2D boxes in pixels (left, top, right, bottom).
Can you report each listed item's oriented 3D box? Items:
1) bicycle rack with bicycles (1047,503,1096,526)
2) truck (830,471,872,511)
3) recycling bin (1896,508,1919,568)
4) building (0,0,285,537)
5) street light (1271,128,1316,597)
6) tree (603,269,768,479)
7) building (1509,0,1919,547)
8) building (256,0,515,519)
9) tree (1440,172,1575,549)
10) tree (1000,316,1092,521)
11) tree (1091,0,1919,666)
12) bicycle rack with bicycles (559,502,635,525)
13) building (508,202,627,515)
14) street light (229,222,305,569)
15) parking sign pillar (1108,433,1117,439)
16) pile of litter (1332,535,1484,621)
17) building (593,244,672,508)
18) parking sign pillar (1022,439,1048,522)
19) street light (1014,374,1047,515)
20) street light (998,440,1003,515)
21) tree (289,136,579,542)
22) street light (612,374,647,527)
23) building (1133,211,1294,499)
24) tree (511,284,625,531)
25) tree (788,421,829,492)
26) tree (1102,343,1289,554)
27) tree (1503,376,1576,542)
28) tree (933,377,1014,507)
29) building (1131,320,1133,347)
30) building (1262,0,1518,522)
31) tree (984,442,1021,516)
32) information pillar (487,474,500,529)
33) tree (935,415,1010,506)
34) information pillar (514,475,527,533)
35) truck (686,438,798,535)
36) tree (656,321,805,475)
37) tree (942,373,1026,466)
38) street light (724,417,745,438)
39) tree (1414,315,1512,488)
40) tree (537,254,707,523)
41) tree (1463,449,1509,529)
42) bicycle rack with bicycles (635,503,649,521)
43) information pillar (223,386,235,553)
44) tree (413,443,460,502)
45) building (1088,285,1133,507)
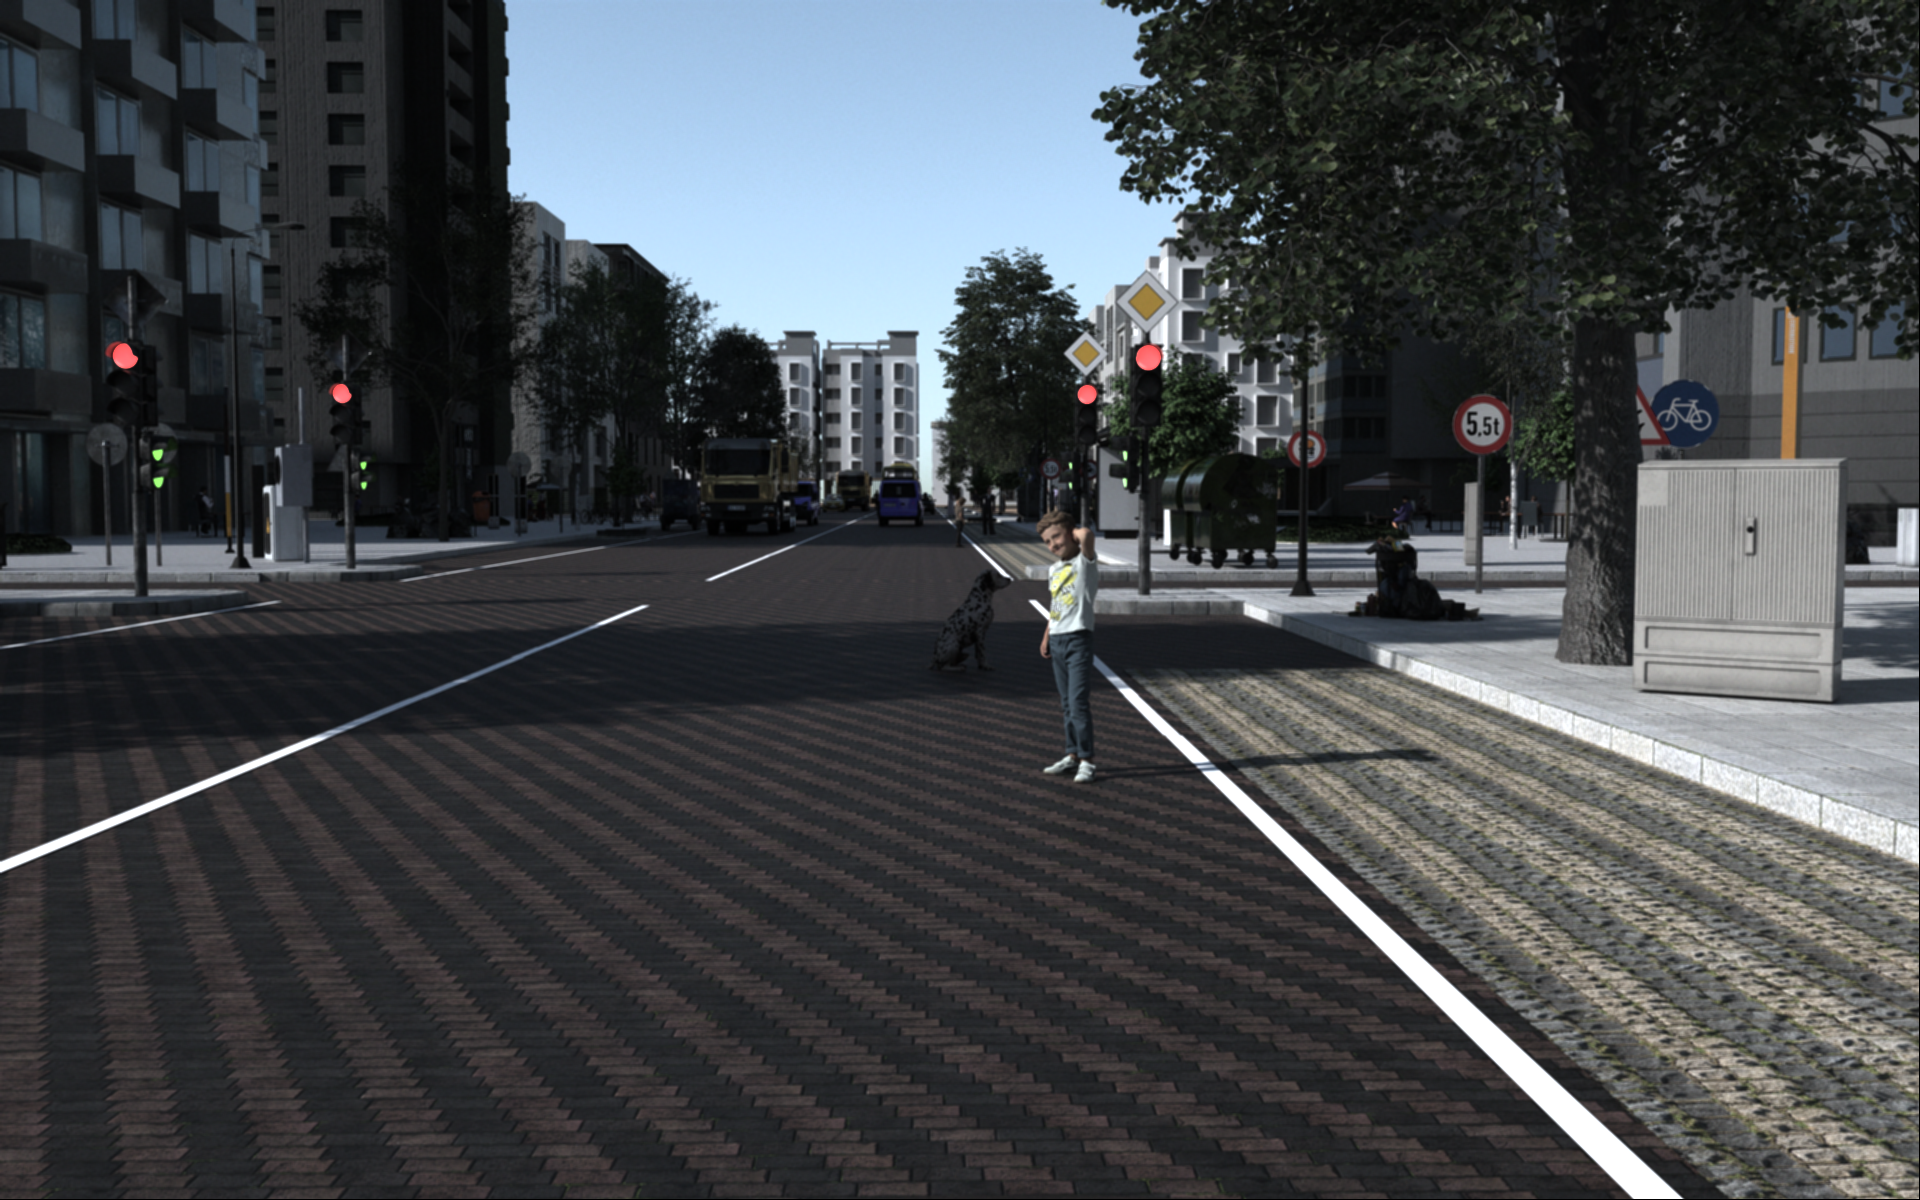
[{"bbox_3d":[4.737,-3.470,70.112,2.852,0.926,2.925,0,4,5],"label":"bicycle rack with bicycles"},{"bbox_3d":[-9.055,-9.242,147.027,3.469,3.379,9.791,0,4,-1],"label":"truck"},{"bbox_3d":[17.023,-1.098,30.511,0.722,1.027,0.722,0,4,7],"label":"recycling bin"},{"bbox_3d":[-36.426,-26.540,53.531,23.786,49.044,30.456,0,4,-1],"label":"building"},{"bbox_3d":[3.773,-3.003,21.645,1.470,5.913,1.316,0,4,-1],"label":"street light"},{"bbox_3d":[-15.337,-11.306,95.231,12.009,13.543,11.850,0,3,0],"label":"tree"},{"bbox_3d":[33.354,-31.080,50.165,28.212,58.520,21.231,0,4,-1],"label":"building"},{"bbox_3d":[-32.702,-19.638,92.789,14.160,30.474,14.107,0,4,-1],"label":"building"},{"bbox_3d":[12.997,-5.467,39.740,4.360,8.622,3.978,0,3,0],"label":"tree"},{"bbox_3d":[3.522,-7.464,72.391,4.737,8.622,4.395,0,3,0],"label":"tree"},{"bbox_3d":[4.811,-6.493,12.819,9.857,13.997,8.962,0,3,0],"label":"tree"},{"bbox_3d":[-15.445,-3.589,72.066,2.852,0.926,2.925,-2,4,-28],"label":"bicycle rack with bicycles"},{"bbox_3d":[-34.278,-15.541,120.554,16.747,18.905,31.486,0,4,-1],"label":"building"},{"bbox_3d":[-11.891,-3.499,29.756,1.470,5.913,1.316,0,4,-1],"label":"street light"},{"bbox_3d":[5.539,-4.350,59.595,1.447,3.967,1.447,-1,4,-15],"label":"parking sign pillar"},{"bbox_3d":[4.693,-0.256,18.157,1.176,0.858,1.719,-1,4,-23],"label":"pile of litter"},{"bbox_3d":[-43.698,-19.038,155.239,32.646,21.610,27.936,0,4,-1],"label":"building"},{"bbox_3d":[3.652,-5.669,81.156,1.447,3.967,1.447,-1,4,-22],"label":"parking sign pillar"},{"bbox_3d":[2.767,-5.774,66.950,1.470,5.913,1.316,0,4,-1],"label":"street light"},{"bbox_3d":[1.916,-8.086,104.747,1.470,5.913,1.316,0,4,-1],"label":"street light"},{"bbox_3d":[-14.061,-6.838,46.213,8.767,10.594,7.601,1,4,12],"label":"tree"},{"bbox_3d":[-12.794,-5.786,67.144,1.470,5.913,1.316,0,4,-1],"label":"street light"},{"bbox_3d":[21.079,-16.231,121.794,16.016,20.091,11.380,0,4,-1],"label":"building"},{"bbox_3d":[-13.574,-6.759,60.872,4.360,8.622,3.978,0,3,0],"label":"tree"},{"bbox_3d":[-15.818,-13.972,178.796,4.360,8.622,3.978,0,3,0],"label":"tree"},{"bbox_3d":[4.718,-3.311,37.842,4.285,4.588,4.351,0,3,0],"label":"tree"},{"bbox_3d":[16.455,-3.847,46.606,4.285,4.588,4.351,0,3,0],"label":"tree"},{"bbox_3d":[2.010,-15.709,167.218,12.009,13.543,11.850,0,3,0],"label":"tree"},{"bbox_3d":[21.453,-16.952,133.584,16.016,20.091,11.380,0,4,-1],"label":"building"},{"bbox_3d":[30.630,-24.261,88.550,32.217,40.220,23.993,0,4,-1],"label":"building"},{"bbox_3d":[3.471,-7.232,101.952,4.285,4.588,4.351,0,3,0],"label":"tree"},{"bbox_3d":[-17.081,-3.603,63.400,0.304,2.012,0.304,1,4,19],"label":"information pillar"},{"bbox_3d":[2.045,-16.087,180.022,9.611,12.733,9.660,0,3,0],"label":"tree"},{"bbox_3d":[-14.428,-3.205,56.889,0.304,2.012,0.304,-3,5,-43],"label":"information pillar"},{"bbox_3d":[-7.559,-4.072,62.497,3.469,3.379,9.791,0,3,0],"label":"truck"},{"bbox_3d":[-14.856,-12.097,114.801,9.611,12.733,9.660,0,3,0],"label":"tree"},{"bbox_3d":[2.345,-13.448,145.635,9.928,11.665,9.643,0,3,0],"label":"tree"},{"bbox_3d":[-13.662,-8.073,104.533,1.470,5.913,1.316,0,4,-1],"label":"street light"},{"bbox_3d":[20.398,-7.219,68.397,4.737,8.622,4.395,0,3,0],"label":"tree"},{"bbox_3d":[-14.709,-9.180,75.853,9.928,11.665,9.643,0,3,0],"label":"tree"},{"bbox_3d":[19.732,-4.252,64.124,1.663,3.219,1.824,0,3,0],"label":"tree"},{"bbox_3d":[-16.190,-4.189,81.872,2.852,0.926,2.925,2,4,26],"label":"bicycle rack with bicycles"},{"bbox_3d":[-15.880,-2.826,37.560,0.183,3.616,0.504,-1,4,-21],"label":"information pillar"},{"bbox_3d":[-19.466,-4.247,64.036,1.663,3.219,1.824,0,3,0],"label":"tree"},{"bbox_3d":[21.265,-17.659,155.184,16.747,18.905,31.486,0,4,-1],"label":"building"}]
